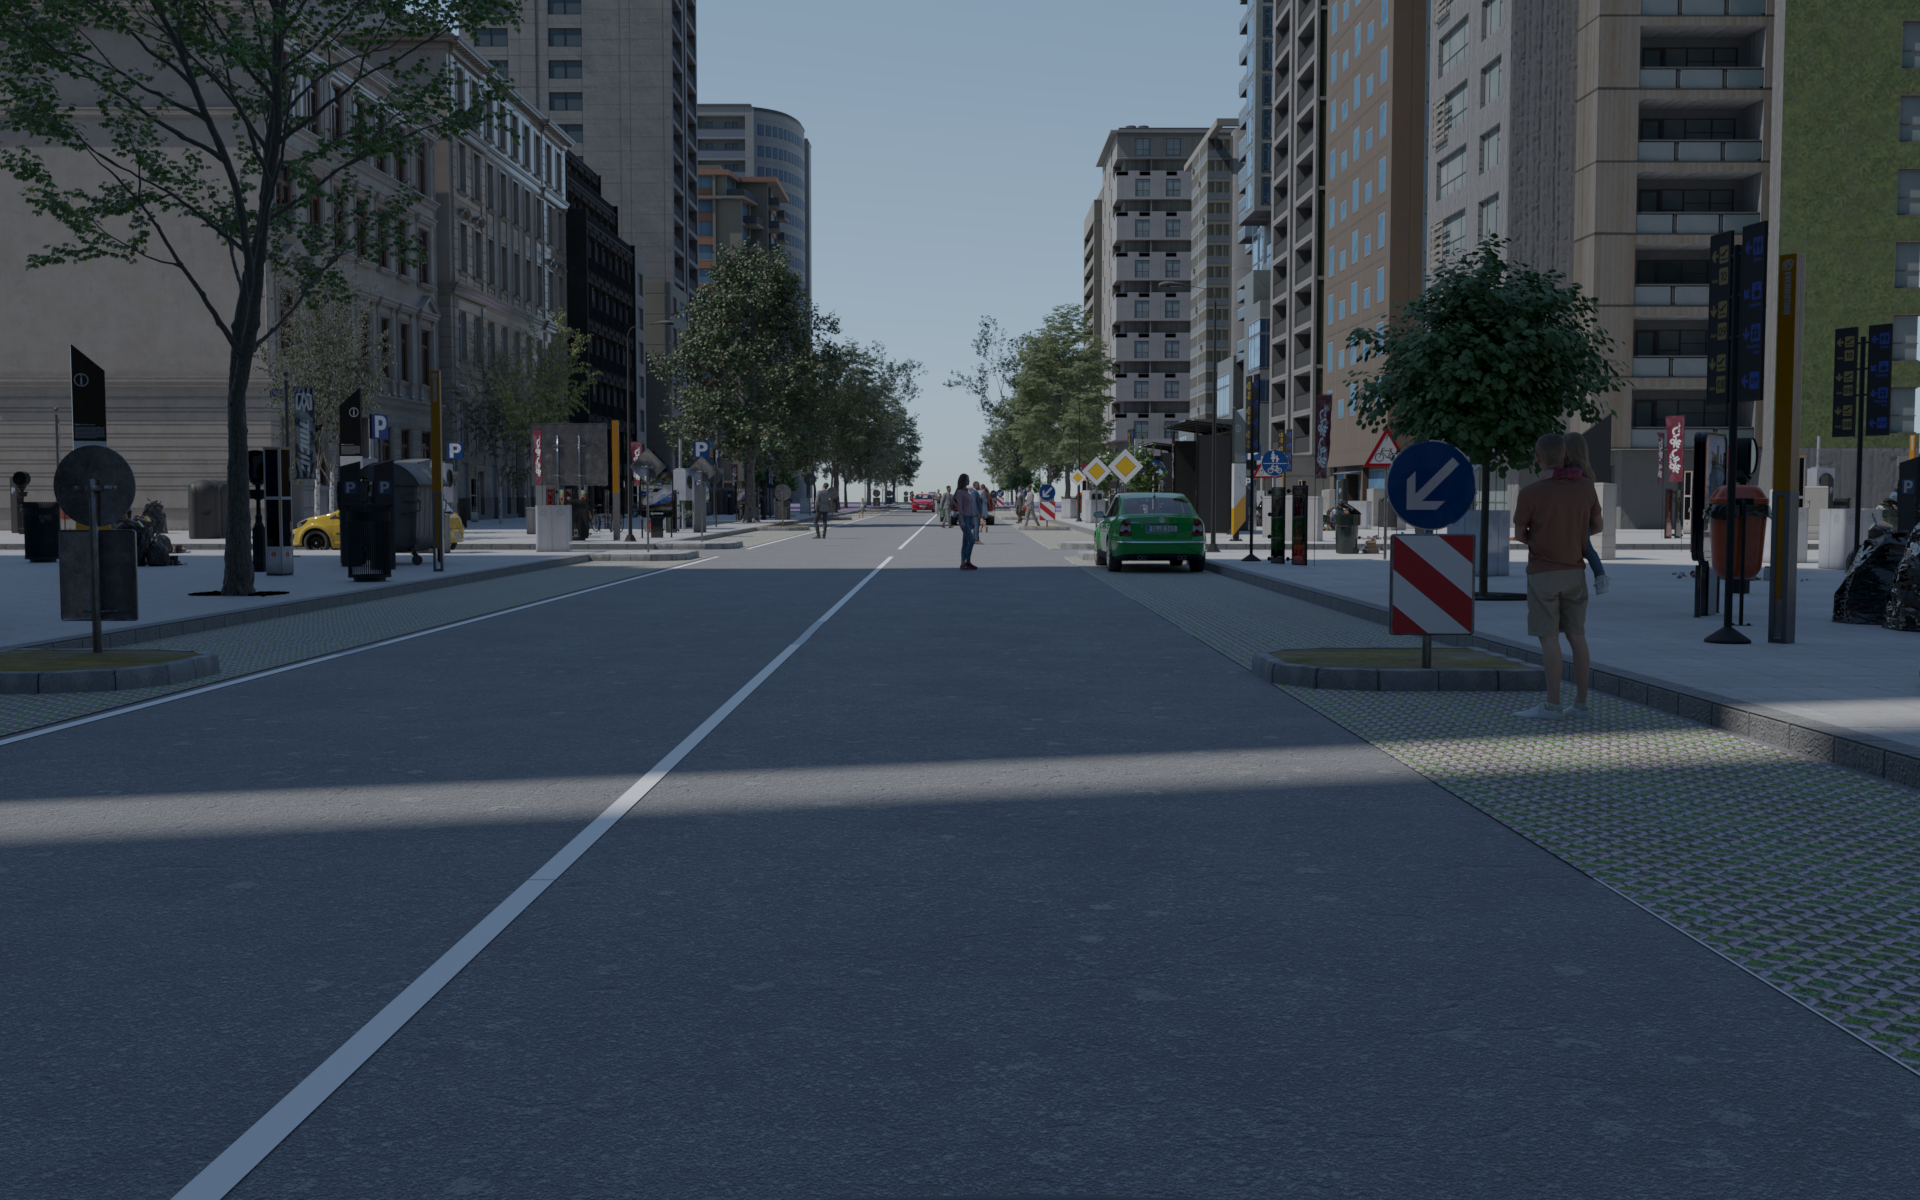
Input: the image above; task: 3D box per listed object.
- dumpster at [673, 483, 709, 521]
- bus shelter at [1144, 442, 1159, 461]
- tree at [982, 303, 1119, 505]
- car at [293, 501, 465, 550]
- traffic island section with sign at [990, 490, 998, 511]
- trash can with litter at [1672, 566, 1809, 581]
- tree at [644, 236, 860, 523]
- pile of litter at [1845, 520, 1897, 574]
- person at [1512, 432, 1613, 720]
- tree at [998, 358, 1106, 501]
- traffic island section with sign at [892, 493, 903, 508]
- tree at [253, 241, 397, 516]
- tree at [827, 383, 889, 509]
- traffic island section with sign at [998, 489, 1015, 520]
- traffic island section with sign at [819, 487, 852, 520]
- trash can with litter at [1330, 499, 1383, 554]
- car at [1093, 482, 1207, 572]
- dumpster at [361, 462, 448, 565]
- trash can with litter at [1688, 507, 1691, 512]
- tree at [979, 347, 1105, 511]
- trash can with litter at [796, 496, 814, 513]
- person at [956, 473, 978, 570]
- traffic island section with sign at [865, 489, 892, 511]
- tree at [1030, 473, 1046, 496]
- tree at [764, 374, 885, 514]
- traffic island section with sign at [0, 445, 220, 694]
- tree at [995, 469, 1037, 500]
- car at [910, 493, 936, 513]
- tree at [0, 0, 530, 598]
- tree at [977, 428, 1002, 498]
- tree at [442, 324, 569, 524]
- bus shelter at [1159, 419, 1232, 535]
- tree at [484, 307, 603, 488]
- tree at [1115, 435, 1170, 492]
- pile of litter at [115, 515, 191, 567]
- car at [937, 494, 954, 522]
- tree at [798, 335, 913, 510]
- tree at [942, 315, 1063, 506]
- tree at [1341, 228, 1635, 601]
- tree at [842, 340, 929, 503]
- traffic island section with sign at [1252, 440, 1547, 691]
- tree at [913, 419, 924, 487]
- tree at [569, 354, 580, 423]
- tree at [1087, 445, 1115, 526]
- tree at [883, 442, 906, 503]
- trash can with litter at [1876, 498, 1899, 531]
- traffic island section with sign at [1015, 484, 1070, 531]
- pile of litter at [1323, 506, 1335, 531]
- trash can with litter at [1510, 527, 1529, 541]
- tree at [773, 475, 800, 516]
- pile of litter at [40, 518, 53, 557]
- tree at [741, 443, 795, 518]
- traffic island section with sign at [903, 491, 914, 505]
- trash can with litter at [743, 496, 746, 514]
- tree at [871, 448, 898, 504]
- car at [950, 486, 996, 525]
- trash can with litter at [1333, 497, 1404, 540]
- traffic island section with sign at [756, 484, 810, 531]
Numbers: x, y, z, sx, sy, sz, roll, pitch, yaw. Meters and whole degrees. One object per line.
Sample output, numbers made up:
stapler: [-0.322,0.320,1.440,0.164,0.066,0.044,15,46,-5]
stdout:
dumpster: [-10.204,-3.785,64.378,1.502,2.255,1.985,0,3,0]
bus shelter: [9.533,-5.495,81.132,1.731,3.624,6.357,0,3,0]
tree: [6.108,-11.336,103.476,7.486,12.596,7.792,0,3,0]
car: [-14.047,-1.929,41.771,3.980,1.641,2.015,0,4,2]
traffic island section with sign: [3.268,-8.386,145.744,1.989,1.847,2.006,0,3,0]
trash can with litter: [11.709,-0.941,26.438,1.678,1.210,2.233,0,4,-4]
tree: [-9.315,-9.790,77.072,9.611,12.733,9.660,0,3,0]
pile of litter: [15.128,-0.859,28.015,1.719,0.858,1.176,0,4,3]
person: [3.840,-0.156,11.031,0.573,1.828,0.580,2,4,31]
tree: [6.222,-11.028,114.716,8.767,10.594,7.601,3,5,43]
traffic island section with sign: [-6.996,-10.062,173.148,1.989,1.847,2.006,0,3,0]
tree: [-18.493,-6.085,49.849,4.360,8.622,3.978,0,3,0]
tree: [-10.098,-13.928,153.470,9.928,11.665,9.643,0,3,0]
traffic island section with sign: [3.283,-5.343,95.990,1.989,1.847,2.006,0,3,0]
traffic island section with sign: [-6.932,-5.269,94.775,1.989,1.847,2.006,0,3,0]
trash can with litter: [8.530,-1.580,37.226,1.055,1.170,0.624,0,4,-7]
car: [3.585,-1.490,33.156,1.959,1.807,4.718,0,4,-1]
dumpster: [-10.274,-1.592,31.788,1.264,1.857,1.865,0,3,0]
trash can with litter: [20.750,-2.232,47.879,1.055,1.170,0.624,0,4,4]
tree: [6.651,-13.024,129.946,9.611,12.733,9.660,0,3,0]
trash can with litter: [-10.378,-6.564,118.376,1.678,1.210,2.233,0,4,-4]
person: [0.113,-1.472,32.571,0.388,1.821,0.555,1,4,11]
traffic island section with sign: [-6.971,-8.414,146.193,1.989,1.847,2.006,0,3,0]
tree: [6.486,-9.262,146.043,1.663,3.219,1.824,0,3,0]
tree: [-9.659,-11.873,128.537,8.767,10.594,7.601,0,4,1]
traffic island section with sign: [-6.882,-0.284,13.268,1.989,1.847,2.006,0,3,0]
tree: [5.770,-11.170,166.349,4.285,4.588,4.351,0,3,0]
car: [-2.812,-7.744,135.657,2.155,1.783,4.494,0,4,2]
tree: [-8.973,-5.863,21.609,9.928,11.665,9.643,0,3,0]
tree: [6.213,-20.932,267.986,9.928,11.665,9.643,0,3,0]
tree: [-19.857,-7.568,74.101,4.360,8.622,3.978,0,3,0]
bus shelter: [7.948,-4.057,57.616,1.731,3.624,6.357,0,3,0]
tree: [-16.122,-7.156,67.361,4.737,8.622,4.395,0,3,0]
tree: [6.093,-3.819,57.035,1.663,3.219,1.824,0,3,0]
pile of litter: [-14.764,-1.035,30.894,1.719,0.858,1.176,-1,4,-9]
car: [-0.147,-4.813,90.489,2.131,1.459,4.920,0,4,-1]
tree: [-9.816,-14.192,138.688,9.857,13.997,8.962,0,3,0]
tree: [4.979,-20.061,183.885,12.611,20.169,13.585,0,3,0]
tree: [6.548,-2.298,21.285,4.285,4.588,4.351,0,3,0]
tree: [-10.459,-22.018,215.890,12.611,20.169,13.585,0,3,0]
traffic island section with sign: [3.339,-0.295,13.444,1.989,1.847,2.006,0,3,0]
tree: [-10.251,-17.469,192.277,9.857,13.997,8.962,0,3,0]
tree: [-20.028,-8.096,82.737,4.360,8.622,3.978,0,3,0]
tree: [5.856,-4.542,68.855,1.663,3.219,1.824,0,3,0]
tree: [-9.179,-17.744,240.476,4.737,8.622,4.395,0,3,0]
trash can with litter: [26.418,-2.292,48.856,1.055,1.170,0.624,-1,4,-22]
traffic island section with sign: [3.303,-3.658,68.436,1.989,1.847,2.006,0,3,0]
pile of litter: [12.810,-2.859,60.709,1.719,0.858,1.176,-3,4,-36]
trash can with litter: [15.691,-2.198,46.989,1.678,1.210,2.233,-3,5,-42]
tree: [-10.101,-6.426,99.671,1.663,3.219,1.824,0,3,0]
pile of litter: [-18.242,-1.294,35.120,1.176,0.858,1.719,-1,4,-23]
tree: [-10.110,-6.677,92.883,4.285,4.588,4.351,0,3,0]
traffic island section with sign: [-7.021,-13.407,227.835,1.989,1.847,2.006,0,3,0]
trash can with litter: [-12.511,-5.400,99.684,0.624,1.170,1.055,-2,4,-31]
tree: [-10.224,-17.004,228.382,4.360,8.622,3.978,0,3,0]
car: [0.551,-4.425,81.023,2.281,1.827,5.304,0,4,-1]
trash can with litter: [11.766,-2.334,49.215,2.233,1.210,1.678,1,4,19]
traffic island section with sign: [-6.913,-3.620,67.820,1.989,1.847,2.006,0,3,0]
